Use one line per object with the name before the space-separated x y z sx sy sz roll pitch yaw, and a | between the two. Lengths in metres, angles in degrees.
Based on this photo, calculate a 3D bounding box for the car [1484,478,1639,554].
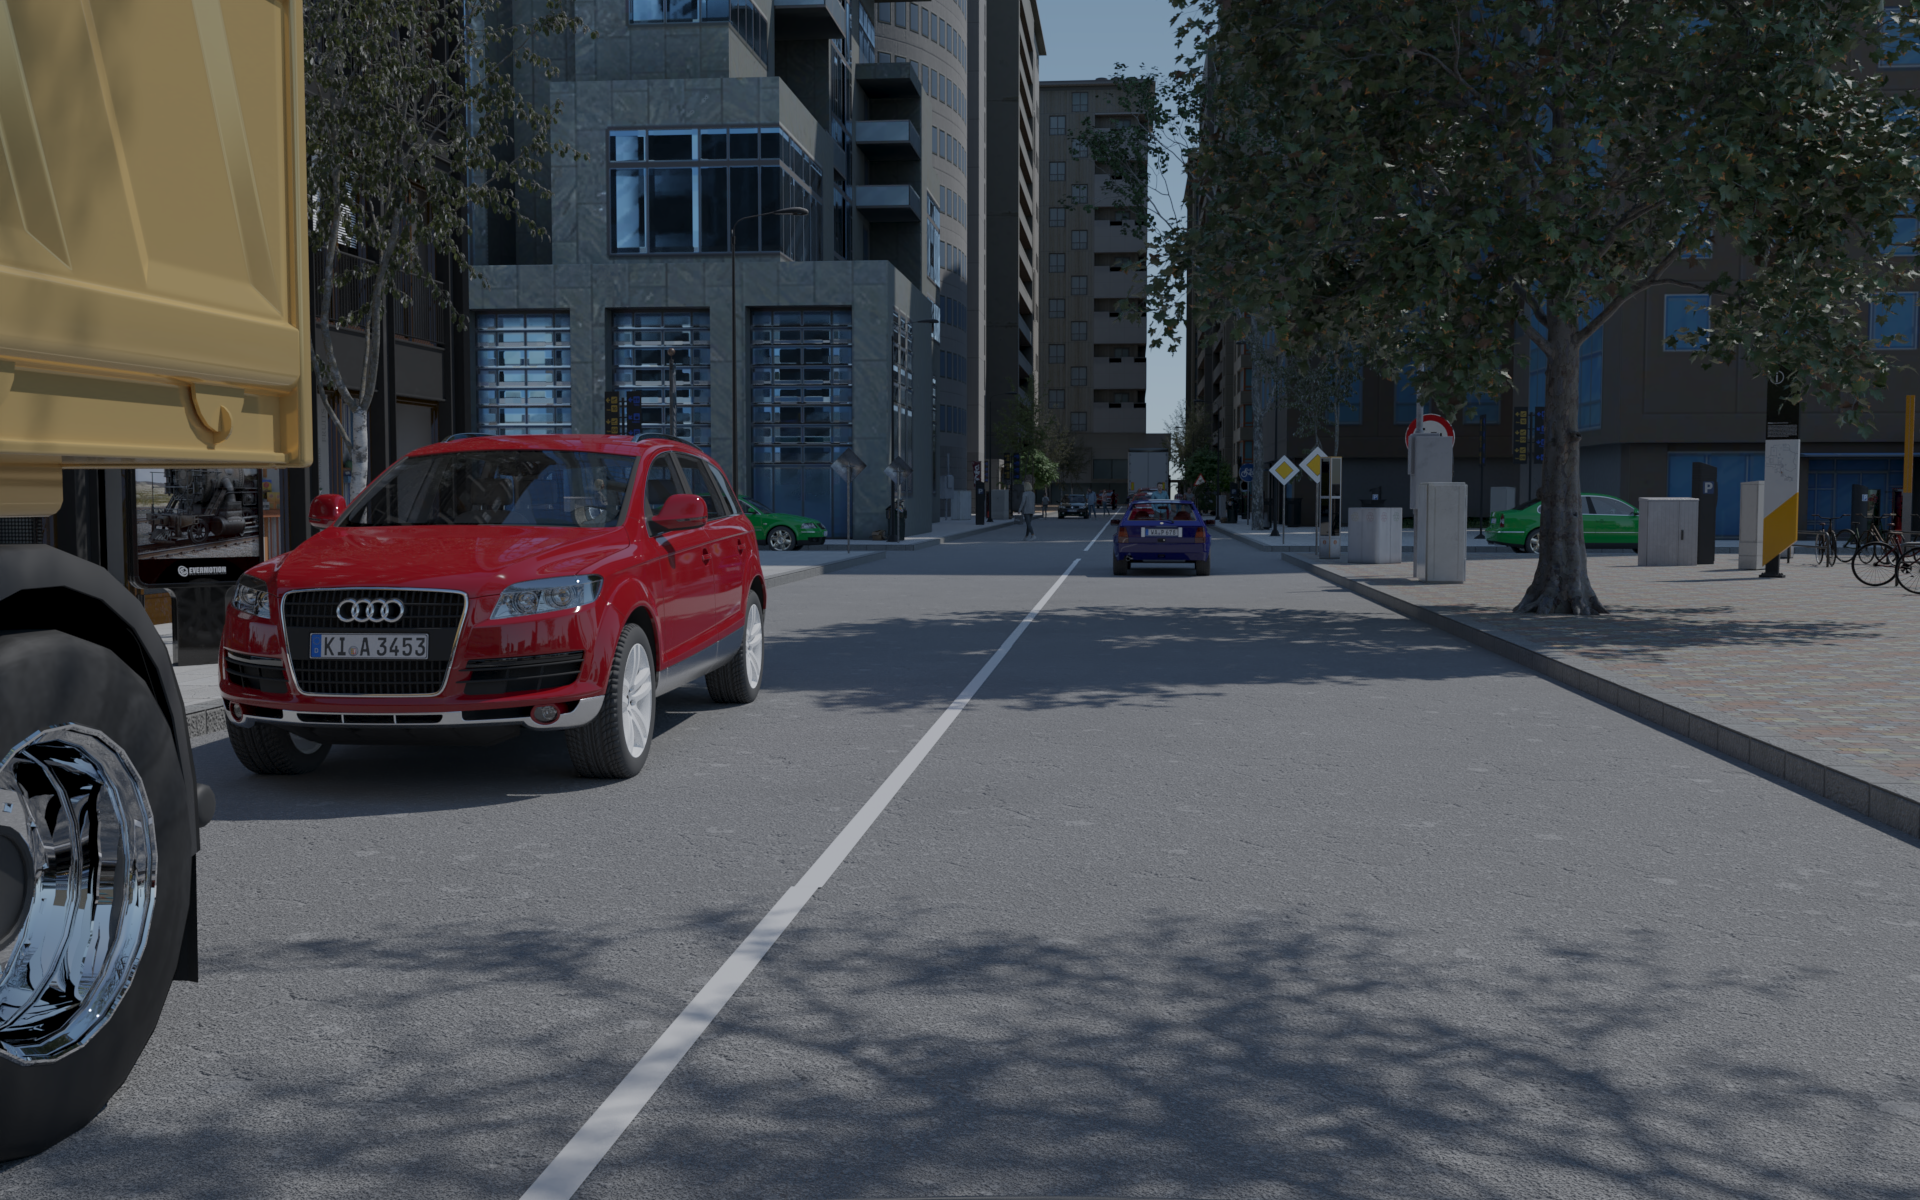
car | 14.466 -1.880 39.541 4.718 1.807 1.959 0 4 5

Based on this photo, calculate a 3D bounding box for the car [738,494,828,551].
car | -5.606 -2.052 42.352 4.718 1.807 1.959 0 4 4

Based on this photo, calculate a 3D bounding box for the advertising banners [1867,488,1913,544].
advertising banners | 24.118 -2.946 44.363 0.090 3.025 2.074 -3 5 -41

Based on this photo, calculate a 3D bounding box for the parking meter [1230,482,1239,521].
parking meter | 12.868 -4.618 81.221 0.399 1.863 0.255 1 4 15

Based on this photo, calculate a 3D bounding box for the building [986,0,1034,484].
building | -4.806 -32.312 152.004 21.300 48.544 21.600 0 4 6

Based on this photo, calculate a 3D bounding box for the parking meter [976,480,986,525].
parking meter | 0.852 -4.056 72.023 0.399 1.863 0.255 0 4 -6

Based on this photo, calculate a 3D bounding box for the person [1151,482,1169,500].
person | 6.457 -2.894 55.840 0.660 1.820 0.620 -1 4 -14

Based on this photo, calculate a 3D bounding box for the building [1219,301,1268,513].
building | 34.580 -17.586 132.572 27.650 21.520 28.899 0 4 6

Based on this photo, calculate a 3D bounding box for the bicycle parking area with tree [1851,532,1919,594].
bicycle parking area with tree | 15.740 -2.020 20.027 9.016 4.147 8.231 1 4 20

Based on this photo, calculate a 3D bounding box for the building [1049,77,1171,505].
building | 12.948 -38.616 220.613 27.495 52.752 28.713 0 4 6

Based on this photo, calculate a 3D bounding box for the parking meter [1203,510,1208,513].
parking meter | 16.464 -6.589 116.143 0.372 1.533 0.369 0 3 0

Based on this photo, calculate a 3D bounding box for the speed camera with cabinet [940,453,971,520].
speed camera with cabinet | -0.286 -5.542 84.947 0.660 3.252 2.038 3 5 39

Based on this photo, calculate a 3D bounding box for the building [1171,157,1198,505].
building | 40.565 -34.200 213.793 28.867 44.769 22.147 0 4 6

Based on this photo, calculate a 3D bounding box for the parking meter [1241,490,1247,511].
parking meter | 16.365 -5.574 99.541 0.372 1.533 0.369 0 3 0

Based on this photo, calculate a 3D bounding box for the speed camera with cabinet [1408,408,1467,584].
speed camera with cabinet | 7.089 -1.918 25.691 0.660 3.252 2.038 0 4 7

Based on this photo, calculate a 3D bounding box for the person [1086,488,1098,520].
person | 7.281 -5.309 95.569 0.793 1.790 0.793 -1 4 -19

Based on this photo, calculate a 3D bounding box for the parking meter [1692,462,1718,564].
parking meter | 13.593 -1.586 31.641 0.399 1.863 0.255 -1 4 -12

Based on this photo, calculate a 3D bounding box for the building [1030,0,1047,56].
building | -5.504 -36.129 179.939 27.495 52.752 28.713 0 4 6

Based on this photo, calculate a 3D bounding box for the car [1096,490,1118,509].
car | 14.587 -9.998 172.142 2.281 1.827 5.304 0 4 4

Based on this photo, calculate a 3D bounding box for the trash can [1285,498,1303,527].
trash can | 12.848 -3.369 66.742 0.748 1.137 0.748 0 3 0

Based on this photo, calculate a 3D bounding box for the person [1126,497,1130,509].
person | 16.042 -9.331 164.301 0.697 1.427 0.421 -3 5 -41

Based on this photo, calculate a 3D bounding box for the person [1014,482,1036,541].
person | 2.025 -2.685 52.577 0.709 1.800 0.728 -3 5 -41

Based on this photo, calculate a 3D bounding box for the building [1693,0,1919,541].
building | 25.874 -24.616 52.582 14.200 45.320 14.600 0 4 6

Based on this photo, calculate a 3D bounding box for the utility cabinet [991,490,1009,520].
utility cabinet | 1.922 -4.724 85.908 0.318 1.500 1.173 -3 4 -38

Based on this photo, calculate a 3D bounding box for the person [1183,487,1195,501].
person | 10.925 -4.548 83.221 0.716 1.782 0.532 -1 4 -10

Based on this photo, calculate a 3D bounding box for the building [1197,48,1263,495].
building | 35.712 -33.964 179.006 21.300 48.544 21.600 0 4 6

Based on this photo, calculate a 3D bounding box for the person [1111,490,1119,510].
person | 13.841 -8.996 155.545 0.705 1.831 1.348 -2 4 -25

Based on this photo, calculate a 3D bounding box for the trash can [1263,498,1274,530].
trash can | 10.925 -3.101 62.348 0.748 1.137 0.748 0 3 0

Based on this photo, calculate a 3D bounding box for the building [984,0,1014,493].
building | -6.379 -42.327 130.299 20.563 71.187 20.611 0 4 6

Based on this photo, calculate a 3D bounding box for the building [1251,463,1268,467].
building | 29.916 -29.485 101.693 23.786 49.044 30.456 0 4 6

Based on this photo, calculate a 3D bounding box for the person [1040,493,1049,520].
person | 4.742 -5.269 97.243 0.523 1.515 0.503 2 4 29

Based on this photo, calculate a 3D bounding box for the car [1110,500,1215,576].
car | 3.717 -1.175 31.800 1.945 1.354 3.894 0 4 7

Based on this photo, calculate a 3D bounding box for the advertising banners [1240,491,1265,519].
advertising banners | 15.103 -5.573 87.302 2.074 3.025 0.090 2 4 31

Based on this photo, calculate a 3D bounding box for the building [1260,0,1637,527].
building | 20.233 -25.825 72.346 14.600 45.320 14.200 0 4 6

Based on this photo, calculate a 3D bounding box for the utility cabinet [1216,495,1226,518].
utility cabinet | 13.793 -4.914 91.505 0.306 1.237 1.020 1 4 23

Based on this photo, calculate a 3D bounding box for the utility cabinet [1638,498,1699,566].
utility cabinet | 12.688 -1.215 31.023 1.020 1.237 0.306 -1 4 -12

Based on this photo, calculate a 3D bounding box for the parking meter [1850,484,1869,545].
parking meter | 22.904 -2.184 44.111 0.372 1.533 0.369 0 3 0

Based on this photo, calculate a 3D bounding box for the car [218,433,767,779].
car | -2.510 -0.110 10.468 2.281 1.827 5.304 0 4 4

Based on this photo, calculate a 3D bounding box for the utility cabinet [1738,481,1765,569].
utility cabinet | 13.624 -1.274 29.503 0.318 1.500 1.173 3 5 43

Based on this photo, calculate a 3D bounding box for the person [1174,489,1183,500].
person | 13.246 -5.849 104.969 0.563 1.720 0.643 1 4 16

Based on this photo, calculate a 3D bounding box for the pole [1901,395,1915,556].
pole | 19.621 -2.569 35.844 0.158 3.312 0.155 0 3 0

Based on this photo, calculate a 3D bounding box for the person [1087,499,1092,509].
person | 8.876 -6.743 119.313 0.480 1.755 0.524 -2 4 -28

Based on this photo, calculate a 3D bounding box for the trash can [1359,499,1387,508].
trash can | 11.205 -2.164 47.036 0.748 1.137 0.748 0 3 0

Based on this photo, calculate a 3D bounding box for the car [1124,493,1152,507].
car | 8.260 -4.085 75.829 2.155 1.783 4.494 0 4 7

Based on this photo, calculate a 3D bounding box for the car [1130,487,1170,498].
car | 10.937 -5.551 99.425 2.281 1.827 5.304 0 4 5

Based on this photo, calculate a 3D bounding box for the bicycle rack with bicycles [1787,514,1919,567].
bicycle rack with bicycles | 16.272 -1.090 31.212 2.852 0.926 2.925 0 4 6

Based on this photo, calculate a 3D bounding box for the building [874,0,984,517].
building | -10.225 -34.153 100.400 21.231 58.520 28.212 0 4 6

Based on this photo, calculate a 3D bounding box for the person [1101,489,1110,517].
person | 9.239 -6.156 109.743 0.643 1.750 0.593 0 4 2

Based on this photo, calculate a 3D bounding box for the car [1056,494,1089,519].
car | 6.628 -5.570 100.853 2.009 1.686 4.222 0 4 6

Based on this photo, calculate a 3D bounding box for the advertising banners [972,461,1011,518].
advertising banners | 1.638 -5.802 91.055 2.074 3.025 0.090 0 4 -4

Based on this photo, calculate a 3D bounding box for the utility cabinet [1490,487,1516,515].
utility cabinet | 16.590 -2.706 52.923 0.318 1.500 1.173 0 4 -5

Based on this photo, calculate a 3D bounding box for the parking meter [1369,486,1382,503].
parking meter | 12.700 -2.726 52.989 0.372 1.533 0.369 0 3 0

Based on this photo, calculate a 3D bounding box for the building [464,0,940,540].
building | -11.559 -45.828 61.957 22.319 86.520 31.000 0 4 6
